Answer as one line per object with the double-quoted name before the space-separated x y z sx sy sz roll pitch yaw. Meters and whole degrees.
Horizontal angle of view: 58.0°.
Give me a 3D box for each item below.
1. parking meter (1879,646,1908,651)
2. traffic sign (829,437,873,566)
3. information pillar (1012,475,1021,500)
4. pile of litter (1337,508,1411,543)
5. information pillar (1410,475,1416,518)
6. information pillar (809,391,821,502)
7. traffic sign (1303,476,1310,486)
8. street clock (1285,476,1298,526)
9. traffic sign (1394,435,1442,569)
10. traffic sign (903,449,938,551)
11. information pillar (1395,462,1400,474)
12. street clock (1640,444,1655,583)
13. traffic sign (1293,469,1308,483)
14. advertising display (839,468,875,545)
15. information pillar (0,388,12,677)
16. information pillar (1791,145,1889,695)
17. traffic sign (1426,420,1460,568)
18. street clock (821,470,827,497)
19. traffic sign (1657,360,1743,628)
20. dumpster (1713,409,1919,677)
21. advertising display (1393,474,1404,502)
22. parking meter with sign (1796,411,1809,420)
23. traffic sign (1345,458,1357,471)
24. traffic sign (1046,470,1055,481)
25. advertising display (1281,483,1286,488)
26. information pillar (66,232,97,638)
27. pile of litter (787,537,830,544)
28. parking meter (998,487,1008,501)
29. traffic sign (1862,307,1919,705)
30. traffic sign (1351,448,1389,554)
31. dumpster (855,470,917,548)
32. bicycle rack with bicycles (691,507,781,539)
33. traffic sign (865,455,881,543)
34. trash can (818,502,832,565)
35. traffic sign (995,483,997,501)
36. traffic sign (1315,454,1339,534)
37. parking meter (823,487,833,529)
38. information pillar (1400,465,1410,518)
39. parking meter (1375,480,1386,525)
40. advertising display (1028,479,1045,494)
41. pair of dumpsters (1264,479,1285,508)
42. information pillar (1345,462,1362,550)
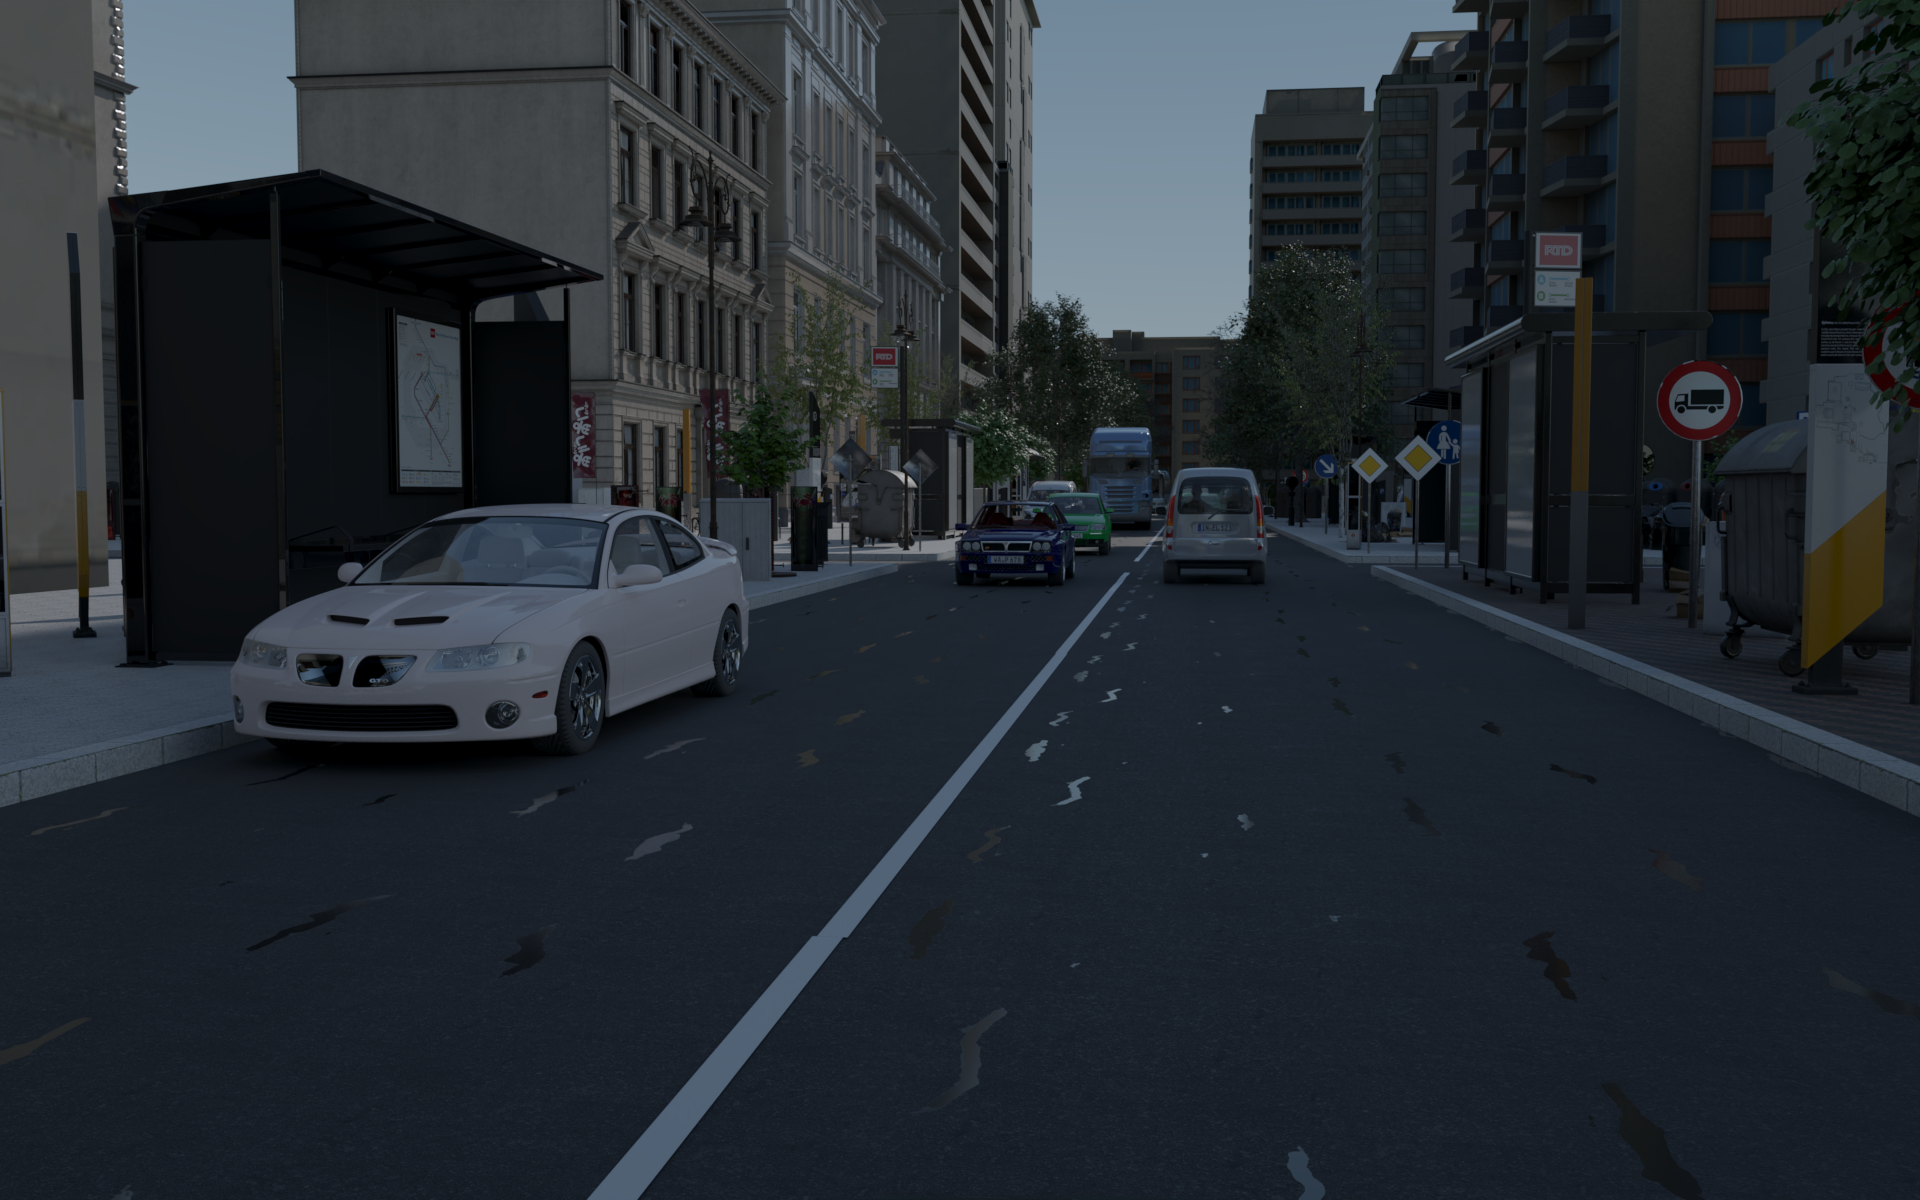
"parking meter" 7.652 -0.523 14.266 0.399 1.863 0.255 1 4 18
"traffic sign" -1.943 -1.656 30.724 0.795 2.450 0.064 0 4 8
"information pillar" 2.089 -3.727 65.421 0.304 2.012 0.304 2 4 28
"pile of litter" 10.917 -1.973 46.225 1.176 0.858 1.719 -2 4 -26
"information pillar" 18.896 -4.900 71.469 0.183 3.616 0.504 -1 4 -12
"information pillar" -3.330 -2.958 39.722 0.183 3.616 0.504 1 4 17
"traffic sign" 20.699 -6.387 104.531 0.768 2.556 0.104 1 4 16
"street clock" 13.384 -3.995 69.890 0.471 2.002 0.358 -1 4 -22
"traffic sign" 7.763 -1.576 29.415 0.795 2.450 0.064 0 4 8
"traffic sign" -0.888 -2.141 38.640 0.795 2.450 0.064 0 4 8
"information pillar" 28.001 -7.292 110.581 0.504 3.616 0.183 2 4 33
"street clock" 9.787 -1.256 25.098 0.471 2.002 0.358 -1 4 -19
"traffic sign" 16.625 -5.168 84.607 0.768 2.556 0.104 1 4 17
"advertising display" -2.597 -2.365 43.877 0.974 1.923 0.123 1 4 22
"information pillar" -6.857 -0.466 12.107 0.304 2.012 0.304 -3 5 -41
"information pillar" 5.648 -1.204 11.038 0.504 3.616 0.183 0 4 0
"traffic sign" 8.412 -1.819 29.850 0.768 2.556 0.104 1 4 9
"street clock" -4.161 -2.841 51.023 0.471 2.002 0.358 2 4 25
"traffic sign" 7.022 -1.004 16.526 0.768 2.556 0.104 1 4 11
"dumpster" 6.443 -0.426 12.727 1.264 1.857 1.865 0 4 7
"advertising display" 14.007 -3.065 55.323 0.123 1.923 0.974 2 4 27
"parking meter with sign" 18.543 -2.465 36.561 1.738 3.016 0.543 -1 4 -14
"traffic sign" 14.045 -3.776 61.839 0.768 2.556 0.104 1 4 15
"traffic sign" 4.327 -5.265 86.180 0.768 2.556 0.104 1 4 15
"advertising display" 19.821 -6.071 104.467 0.974 1.923 0.123 3 5 41
"information pillar" -7.838 -1.471 15.405 0.183 3.616 0.504 -2 4 -29
"pile of litter" -3.908 -1.892 44.902 1.176 0.858 1.719 0 4 5
"parking meter" 1.653 -3.554 66.518 0.372 1.533 0.369 0 3 0
"traffic sign" 5.851 -0.637 10.514 0.768 2.556 0.104 1 4 13
"traffic sign" 8.818 -2.060 37.330 0.795 2.450 0.064 0 4 8
"dumpster" -1.791 -2.207 41.835 1.264 1.857 1.865 0 4 8
"bicycle rack with bicycles" -6.617 -2.217 49.631 2.852 0.926 2.925 3 5 39
"traffic sign" -2.356 -2.626 45.070 0.606 2.300 0.079 1 4 8
"trash can" -2.695 -1.209 31.415 0.748 1.137 0.748 0 3 0
"traffic sign" 1.409 -4.146 67.787 0.884 2.594 0.081 1 4 15
"traffic sign" 11.769 -3.394 55.598 0.768 2.556 0.104 1 4 16
"parking meter" -4.876 -3.389 63.816 0.372 1.533 0.369 0 3 0
"information pillar" 24.405 -6.307 94.471 0.504 3.616 0.183 1 4 19
"parking meter" 17.242 -3.999 71.099 0.399 1.863 0.255 -1 4 -16
"advertising display" 3.201 -4.278 75.159 0.974 1.923 0.123 -1 4 -13
"pair of dumpsters" 20.084 -6.545 109.503 1.574 2.255 4.437 0 4 8
"information pillar" 9.084 -2.164 39.881 0.304 2.012 0.304 1 4 21
